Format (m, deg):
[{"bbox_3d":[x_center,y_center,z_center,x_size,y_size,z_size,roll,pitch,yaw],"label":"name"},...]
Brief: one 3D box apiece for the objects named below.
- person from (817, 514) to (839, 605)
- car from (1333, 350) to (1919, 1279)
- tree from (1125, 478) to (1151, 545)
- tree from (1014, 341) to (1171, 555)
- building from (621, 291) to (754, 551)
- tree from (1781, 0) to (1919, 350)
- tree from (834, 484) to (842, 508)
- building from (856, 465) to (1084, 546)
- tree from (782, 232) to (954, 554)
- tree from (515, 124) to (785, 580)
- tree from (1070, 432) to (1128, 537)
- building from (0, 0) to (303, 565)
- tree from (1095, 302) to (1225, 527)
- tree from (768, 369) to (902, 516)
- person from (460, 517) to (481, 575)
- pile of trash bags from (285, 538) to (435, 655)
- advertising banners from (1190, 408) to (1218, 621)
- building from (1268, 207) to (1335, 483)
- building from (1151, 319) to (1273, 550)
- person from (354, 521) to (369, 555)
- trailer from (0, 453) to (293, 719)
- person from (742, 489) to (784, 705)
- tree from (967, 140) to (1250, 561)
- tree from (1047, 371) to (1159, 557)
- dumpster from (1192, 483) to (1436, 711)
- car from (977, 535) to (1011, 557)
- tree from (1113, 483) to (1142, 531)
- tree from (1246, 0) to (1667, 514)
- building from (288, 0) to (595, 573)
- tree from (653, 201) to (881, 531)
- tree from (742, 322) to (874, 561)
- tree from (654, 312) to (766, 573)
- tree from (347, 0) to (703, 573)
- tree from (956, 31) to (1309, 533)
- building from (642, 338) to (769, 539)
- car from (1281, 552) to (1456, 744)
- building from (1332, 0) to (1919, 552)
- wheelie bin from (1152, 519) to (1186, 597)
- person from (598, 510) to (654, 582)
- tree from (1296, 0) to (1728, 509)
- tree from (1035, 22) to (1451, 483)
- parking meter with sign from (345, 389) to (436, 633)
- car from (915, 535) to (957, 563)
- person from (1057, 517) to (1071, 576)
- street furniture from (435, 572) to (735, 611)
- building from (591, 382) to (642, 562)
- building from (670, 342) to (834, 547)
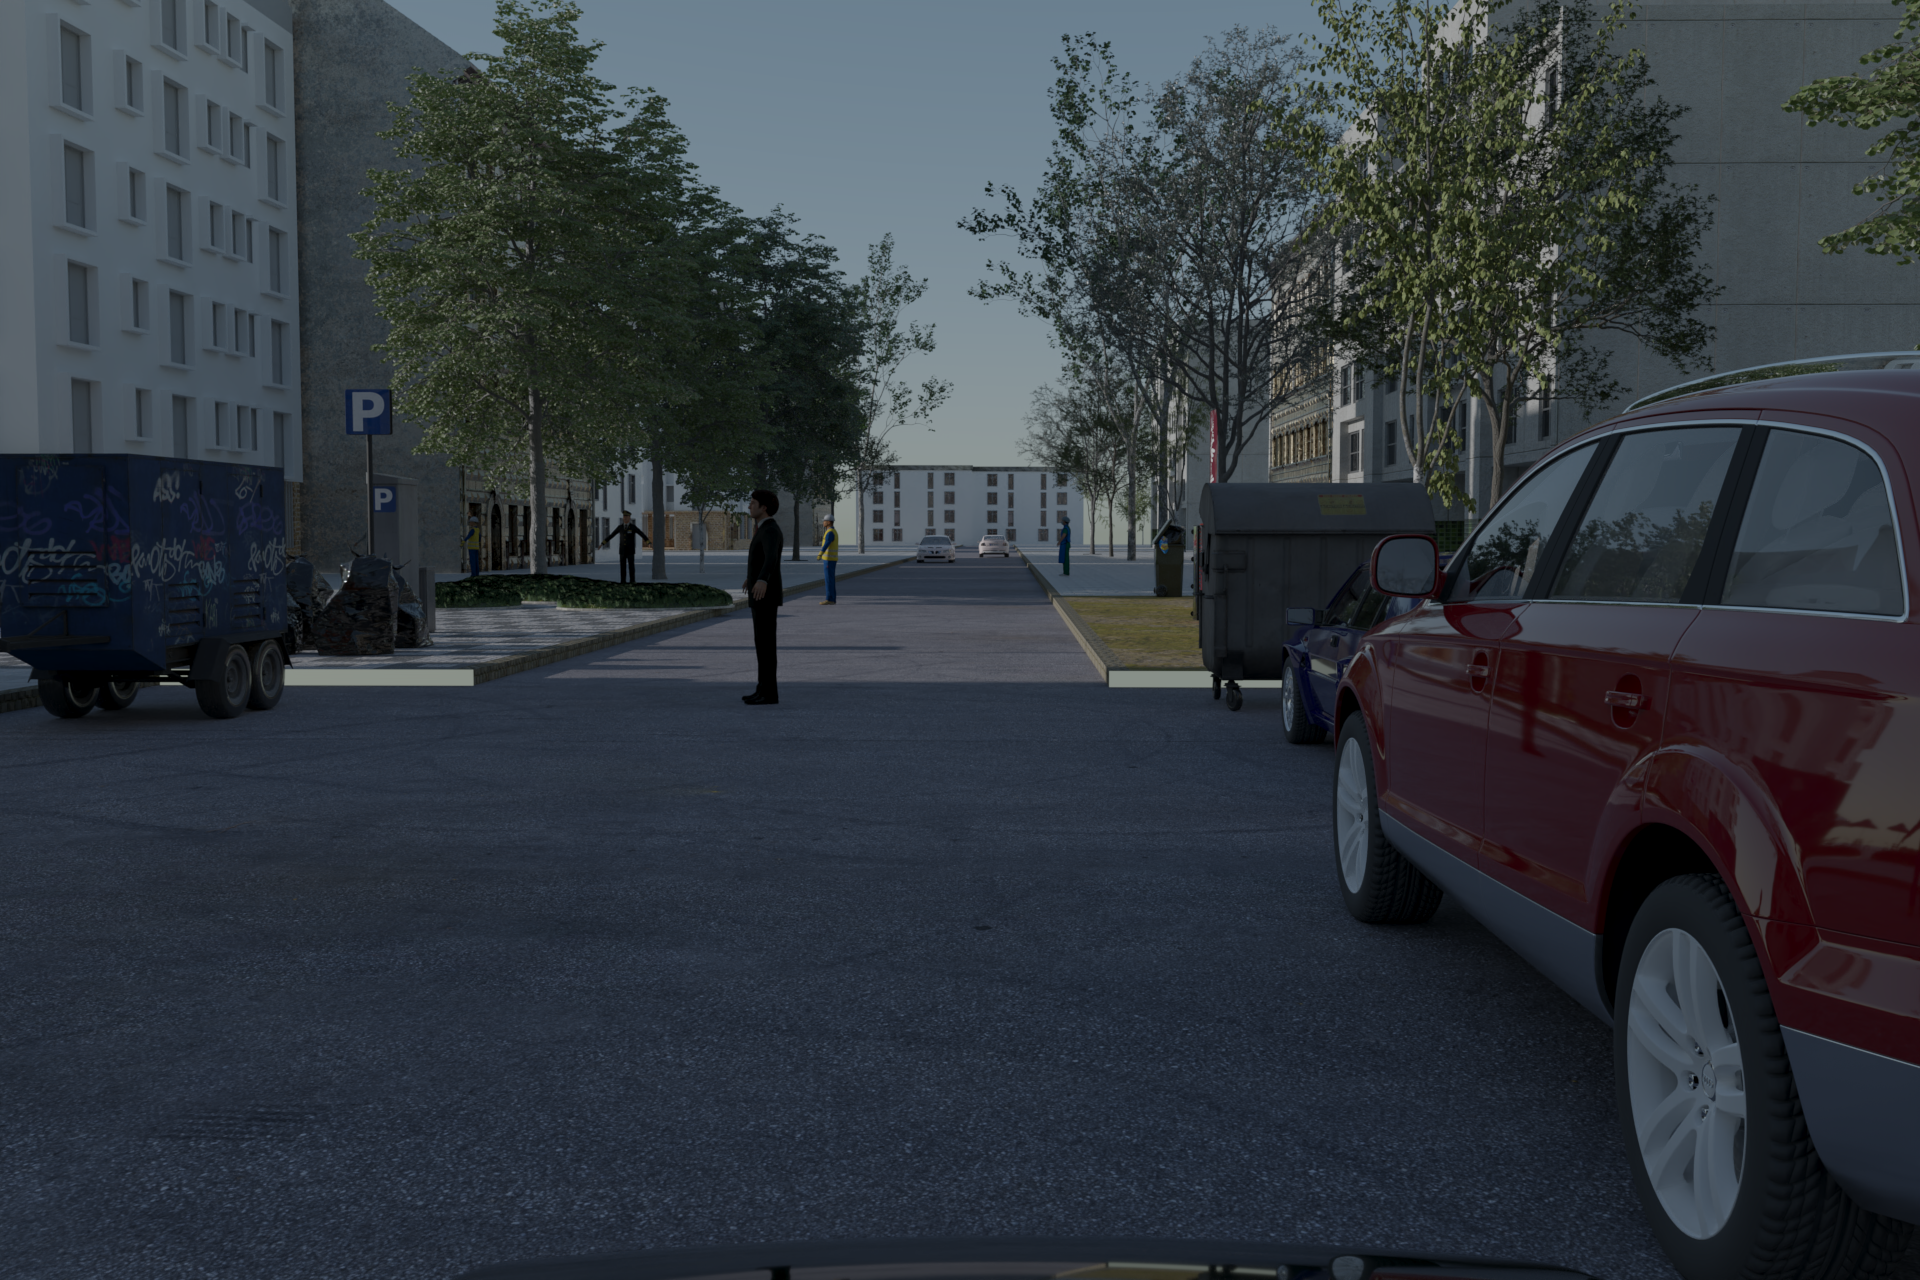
[{"bbox_3d":[-2.672,-1.633,35.127,0.705,1.833,1.349,0,4,6],"label":"person"},{"bbox_3d":[2.411,0.239,4.760,2.281,1.827,5.304,0,4,1],"label":"car"},{"bbox_3d":[21.791,-15.781,208.385,4.737,8.622,4.395,0,3,0],"label":"tree"},{"bbox_3d":[8.377,-12.101,108.218,12.009,13.543,11.850,0,3,0],"label":"tree"},{"bbox_3d":[-23.000,-17.096,135.940,16.016,20.090,11.380,0,4,1],"label":"building"},{"bbox_3d":[12.190,-6.033,16.771,7.486,12.596,7.792,0,3,0],"label":"tree"},{"bbox_3d":[-16.265,-16.043,212.668,4.360,8.622,3.978,0,3,0],"label":"tree"},{"bbox_3d":[1.211,-16.336,211.694,28.070,9.664,9.099,0,4,-3],"label":"building"},{"bbox_3d":[-6.450,-15.590,110.778,12.611,20.169,13.585,0,3,0],"label":"tree"},{"bbox_3d":[-8.941,-7.983,48.641,7.486,12.596,7.792,0,3,0],"label":"tree"},{"bbox_3d":[8.940,-10.301,118.778,4.360,8.622,3.978,0,3,0],"label":"tree"},{"bbox_3d":[-26.316,-11.368,42.294,16.016,20.090,11.380,0,4,1],"label":"building"},{"bbox_3d":[6.920,-6.352,54.218,4.360,8.622,3.978,0,3,0],"label":"tree"},{"bbox_3d":[-6.617,-9.682,92.716,7.601,10.594,8.767,-1,4,-21],"label":"tree"},{"bbox_3d":[-13.820,-2.599,48.953,0.721,1.772,1.216,1,4,8],"label":"person"},{"bbox_3d":[-6.974,-0.527,18.363,1.912,1.369,3.447,0,4,3],"label":"pile of trash bags"},{"bbox_3d":[3.533,-1.767,25.075,0.090,3.025,2.074,0,4,0],"label":"advertising banners"},{"bbox_3d":[26.765,-15.811,89.434,19.493,23.208,18.063,0,4,1],"label":"building"},{"bbox_3d":[26.489,-17.412,151.137,16.747,18.905,31.486,0,4,1],"label":"building"},{"bbox_3d":[-17.644,-2.794,51.874,1.347,1.806,0.705,2,4,35],"label":"person"},{"bbox_3d":[-6.340,-0.367,13.042,1.471,1.999,3.904,0,4,1],"label":"trailer"},{"bbox_3d":[-1.685,-0.369,14.678,0.705,1.806,1.347,-1,4,-11],"label":"person"},{"bbox_3d":[7.192,-13.954,84.037,12.611,20.169,13.585,0,3,0],"label":"tree"},{"bbox_3d":[8.236,-9.960,97.266,7.601,10.594,8.767,-2,4,-30],"label":"tree"},{"bbox_3d":[2.925,-0.382,14.456,1.865,1.857,1.264,0,4,1],"label":"dumpster"},{"bbox_3d":[2.106,-5.808,107.327,2.083,1.381,4.827,0,4,1],"label":"car"},{"bbox_3d":[20.886,-16.066,213.046,4.737,8.622,4.395,0,3,0],"label":"tree"},{"bbox_3d":[5.381,-4.212,19.222,4.737,8.622,4.395,0,3,0],"label":"tree"},{"bbox_3d":[-25.184,-14.314,64.966,19.493,23.208,18.063,0,4,1],"label":"building"},{"bbox_3d":[-7.650,-9.715,65.491,9.857,13.997,8.962,0,3,0],"label":"tree"},{"bbox_3d":[-7.663,-9.557,82.020,9.928,11.665,9.643,0,3,0],"label":"tree"},{"bbox_3d":[-8.391,-6.477,56.260,4.737,8.622,4.395,0,3,0],"label":"tree"},{"bbox_3d":[-9.164,-7.268,36.961,7.486,12.596,7.792,0,3,0],"label":"tree"},{"bbox_3d":[6.545,-12.906,66.901,12.611,20.169,13.585,0,3,0],"label":"tree"},{"bbox_3d":[-24.760,-18.834,164.355,16.016,20.090,11.380,0,4,1],"label":"building"},{"bbox_3d":[3.063,0.118,10.655,1.945,1.354,3.894,0,4,1],"label":"car"},{"bbox_3d":[24.972,-11.996,62.598,16.747,18.905,31.486,0,4,1],"label":"building"},{"bbox_3d":[4.290,-1.687,35.487,0.693,1.594,0.980,0,4,2],"label":"wheelie bin"},{"bbox_3d":[-7.783,-2.111,40.445,1.347,1.837,0.705,1,4,8],"label":"person"},{"bbox_3d":[9.266,-5.775,28.840,7.601,10.594,8.767,-1,4,-15],"label":"tree"},{"bbox_3d":[6.461,-8.027,41.610,12.009,13.543,11.850,0,3,0],"label":"tree"},{"bbox_3d":[-7.084,-1.558,21.734,0.543,3.016,1.738,0,4,2],"label":"parking meter with sign"},{"bbox_3d":[-1.201,-4.588,87.374,2.083,1.381,4.827,0,4,1],"label":"car"},{"bbox_3d":[3.187,-2.854,52.783,0.704,1.817,1.347,1,4,15],"label":"person"},{"bbox_3d":[-8.388,-1.056,32.892,5.734,0.657,10.072,-2,4,-27],"label":"street furniture"},{"bbox_3d":[-20.960,-9.046,90.047,9.099,9.664,28.070,0,4,1],"label":"building"},{"bbox_3d":[-23.973,-21.795,187.272,19.493,23.208,18.063,0,4,2],"label":"building"}]
